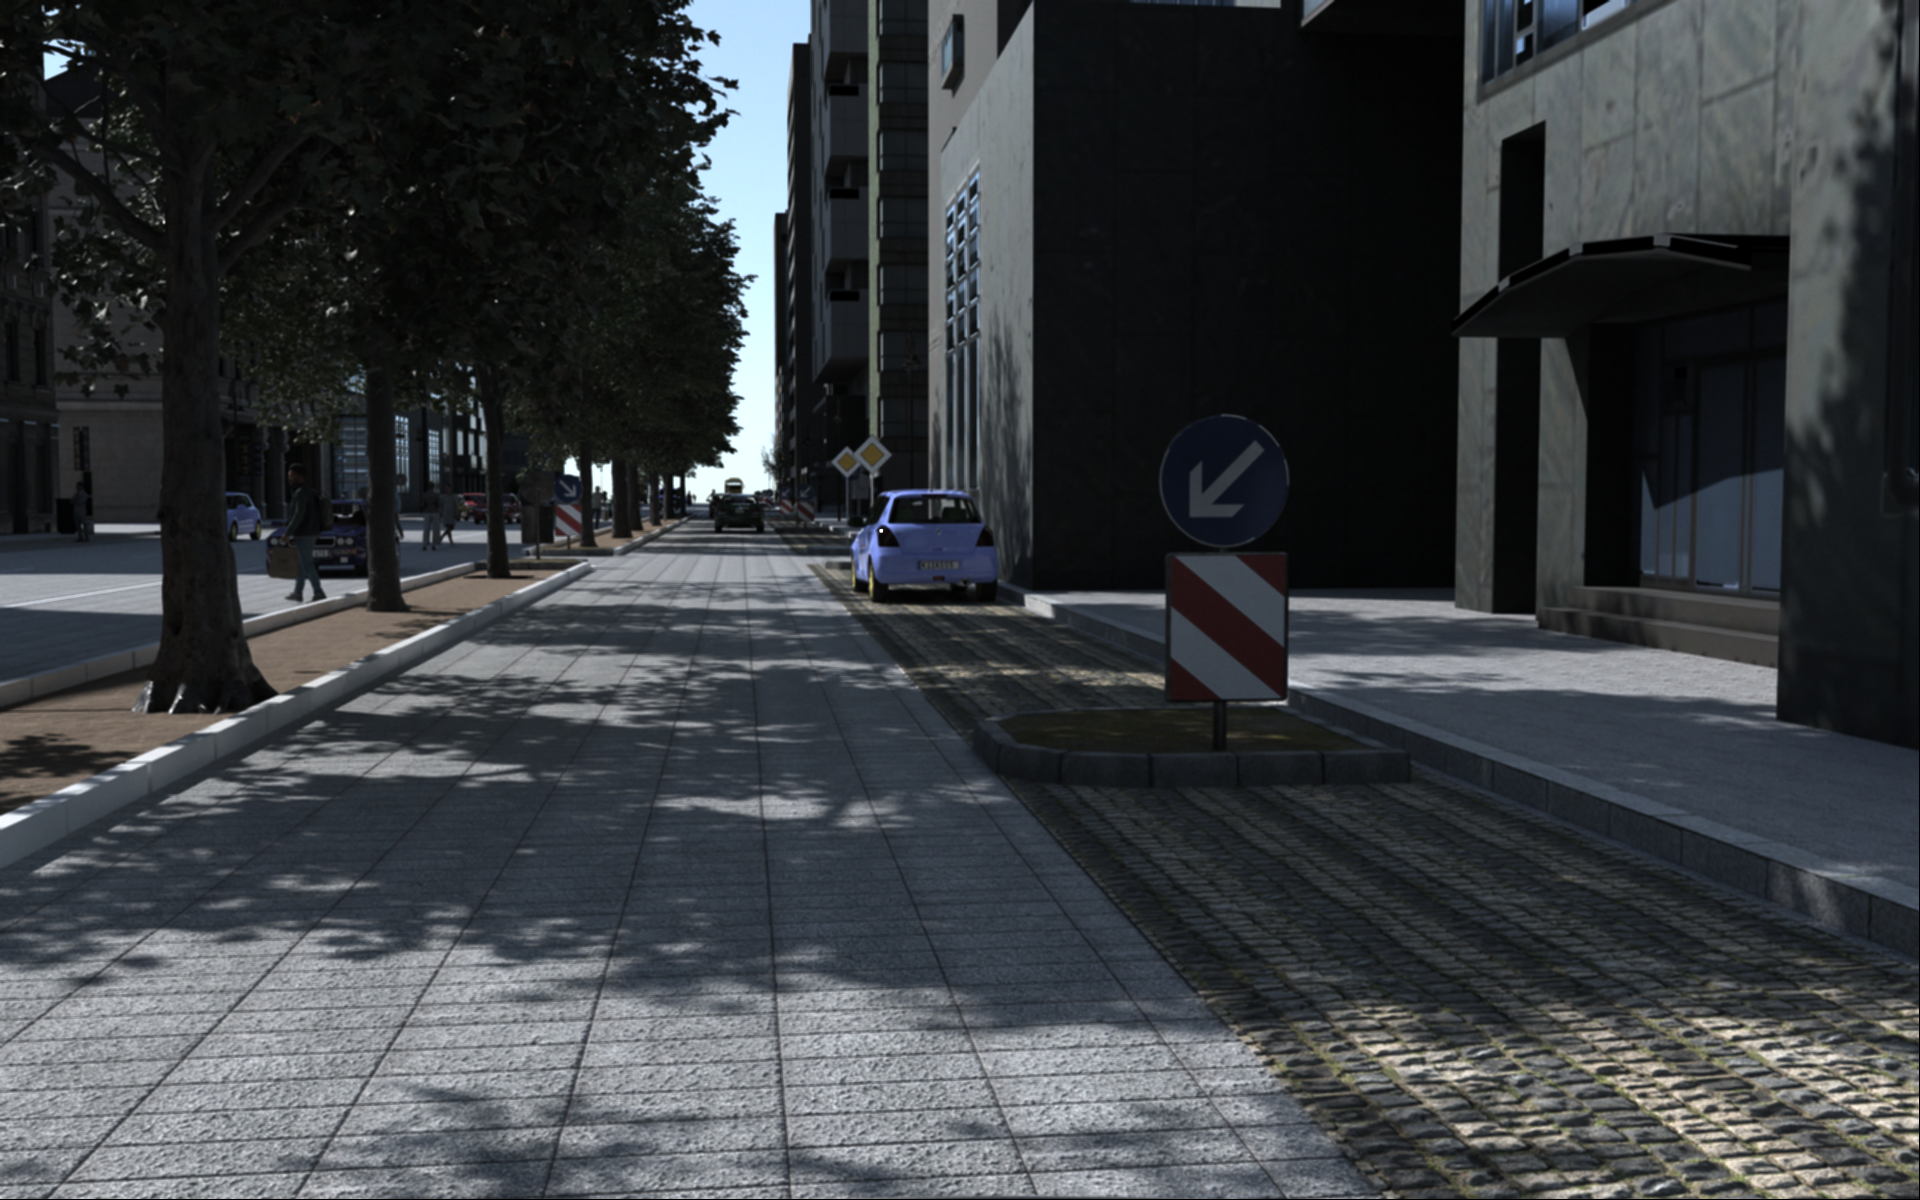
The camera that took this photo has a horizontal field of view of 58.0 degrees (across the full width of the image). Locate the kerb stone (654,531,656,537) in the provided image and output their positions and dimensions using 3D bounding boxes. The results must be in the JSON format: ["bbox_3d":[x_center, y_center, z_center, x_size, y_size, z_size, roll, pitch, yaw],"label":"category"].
[{"bbox_3d":[-10.022,-2.073,56.108,0.120,0.150,1.000,0,4,-7],"label":"kerb stone"}]

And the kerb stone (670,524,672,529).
[{"bbox_3d":[-11.698,-2.882,69.314,0.120,0.150,1.000,0,4,-7],"label":"kerb stone"}]

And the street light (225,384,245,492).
[{"bbox_3d":[-30.495,-6.129,72.989,0.468,5.910,1.993,0,4,-7],"label":"street light"}]

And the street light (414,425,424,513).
[{"bbox_3d":[-35.935,-8.720,115.354,0.468,5.910,1.993,0,4,-7],"label":"street light"}]

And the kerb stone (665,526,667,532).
[{"bbox_3d":[-11.054,-2.572,64.241,0.120,0.150,1.000,0,4,-7],"label":"kerb stone"}]

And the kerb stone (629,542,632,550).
[{"bbox_3d":[-8.464,-1.324,43.887,0.120,0.150,1.000,0,4,-7],"label":"kerb stone"}]

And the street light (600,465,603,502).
[{"bbox_3d":[-55.053,-17.935,266.026,0.468,5.910,1.993,0,4,-7],"label":"street light"}]

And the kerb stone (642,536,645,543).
[{"bbox_3d":[-9.241,-1.699,49.998,0.120,0.150,1.000,0,4,-7],"label":"kerb stone"}]

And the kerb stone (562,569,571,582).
[{"bbox_3d":[-6.469,-0.363,28.123,0.120,0.150,1.000,0,4,-7],"label":"kerb stone"}]

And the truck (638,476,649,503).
[{"bbox_3d":[-49.482,-17.023,267.235,2.839,4.237,11.283,0,4,-7],"label":"truck"}]

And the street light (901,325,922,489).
[{"bbox_3d":[-1.334,-4.573,47.553,0.468,5.910,1.993,0,4,-7],"label":"street light"}]

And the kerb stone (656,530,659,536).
[{"bbox_3d":[-10.282,-2.198,58.136,0.120,0.150,1.000,0,4,-7],"label":"kerb stone"}]

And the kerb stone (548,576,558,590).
[{"bbox_3d":[-6.202,-0.232,26.083,0.120,0.150,1.000,0,4,-7],"label":"kerb stone"}]

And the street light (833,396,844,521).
[{"bbox_3d":[-5.700,-6.653,81.560,0.468,5.910,1.993,0,4,-7],"label":"street light"}]

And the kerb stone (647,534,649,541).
[{"bbox_3d":[-9.502,-1.825,52.039,0.120,0.150,1.000,0,4,-7],"label":"kerb stone"}]

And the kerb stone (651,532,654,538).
[{"bbox_3d":[-9.892,-2.012,55.094,0.120,0.150,1.000,0,4,-7],"label":"kerb stone"}]

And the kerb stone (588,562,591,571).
[{"bbox_3d":[-6.970,-0.611,32.184,0.120,0.150,1.000,0,4,-7],"label":"kerb stone"}]

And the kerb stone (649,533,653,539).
[{"bbox_3d":[-9.762,-1.950,54.081,0.120,0.150,1.000,0,4,-7],"label":"kerb stone"}]

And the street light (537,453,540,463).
[{"bbox_3d":[-44.671,-12.908,183.840,0.468,5.910,1.993,0,4,-7],"label":"street light"}]

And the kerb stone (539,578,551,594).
[{"bbox_3d":[-6.075,-0.176,25.068,0.120,0.150,1.000,0,4,-7],"label":"kerb stone"}]

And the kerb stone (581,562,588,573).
[{"bbox_3d":[-6.850,-0.549,31.166,0.120,0.150,1.000,0,4,-7],"label":"kerb stone"}]

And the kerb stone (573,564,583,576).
[{"bbox_3d":[-6.720,-0.487,30.152,0.120,0.150,1.000,0,4,-7],"label":"kerb stone"}]

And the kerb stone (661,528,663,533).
[{"bbox_3d":[-10.674,-2.385,61.197,0.120,0.150,1.000,0,4,-7],"label":"kerb stone"}]

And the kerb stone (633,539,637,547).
[{"bbox_3d":[-8.717,-1.451,45.924,0.120,0.150,1.000,0,4,-7],"label":"kerb stone"}]

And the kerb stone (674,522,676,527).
[{"bbox_3d":[-12.218,-3.123,73.386,0.120,0.150,1.000,0,4,-7],"label":"kerb stone"}]

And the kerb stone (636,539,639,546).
[{"bbox_3d":[-8.855,-1.513,46.937,0.120,0.150,1.000,0,4,-7],"label":"kerb stone"}]

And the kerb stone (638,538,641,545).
[{"bbox_3d":[-8.987,-1.576,47.959,0.120,0.150,1.000,0,4,-7],"label":"kerb stone"}]

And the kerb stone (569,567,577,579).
[{"bbox_3d":[-6.589,-0.424,29.138,0.120,0.150,1.000,0,4,-7],"label":"kerb stone"}]

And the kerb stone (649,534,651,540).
[{"bbox_3d":[-9.634,-1.887,53.055,0.120,0.150,1.000,0,4,-7],"label":"kerb stone"}]

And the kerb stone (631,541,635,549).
[{"bbox_3d":[-8.593,-1.387,44.903,0.120,0.150,1.000,0,4,-7],"label":"kerb stone"}]

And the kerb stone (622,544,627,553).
[{"bbox_3d":[-8.206,-1.200,41.851,0.120,0.150,1.000,0,4,-7],"label":"kerb stone"}]

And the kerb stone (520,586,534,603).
[{"bbox_3d":[-5.822,-0.052,23.038,0.120,0.150,1.000,0,4,-7],"label":"kerb stone"}]

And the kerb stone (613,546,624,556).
[{"bbox_3d":[-8.084,-1.140,40.836,0.120,0.150,1.000,0,4,-7],"label":"kerb stone"}]

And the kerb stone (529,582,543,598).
[{"bbox_3d":[-5.948,-0.114,24.054,0.120,0.150,1.000,0,4,-7],"label":"kerb stone"}]

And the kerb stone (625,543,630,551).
[{"bbox_3d":[-8.337,-1.261,42.873,0.120,0.150,1.000,0,4,-7],"label":"kerb stone"}]

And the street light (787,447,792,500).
[{"bbox_3d":[-15.490,-11.328,158.002,0.468,5.910,1.993,0,4,-7],"label":"street light"}]

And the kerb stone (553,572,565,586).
[{"bbox_3d":[-6.331,-0.300,27.103,0.120,0.150,1.000,0,4,-7],"label":"kerb stone"}]

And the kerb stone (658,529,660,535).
[{"bbox_3d":[-10.410,-2.255,59.158,0.120,0.150,1.000,0,4,-7],"label":"kerb stone"}]

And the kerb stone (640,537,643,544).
[{"bbox_3d":[-9.117,-1.638,48.978,0.120,0.150,1.000,0,4,-7],"label":"kerb stone"}]

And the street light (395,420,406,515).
[{"bbox_3d":[-34.946,-8.282,108.199,0.468,5.910,1.993,0,4,-7],"label":"street light"}]

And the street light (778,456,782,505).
[{"bbox_3d":[-21.552,-14.264,206.000,0.468,5.910,1.993,0,4,-7],"label":"street light"}]

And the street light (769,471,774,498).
[{"bbox_3d":[-25.892,-16.352,240.142,0.468,5.910,1.993,0,4,-7],"label":"street light"}]

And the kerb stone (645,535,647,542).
[{"bbox_3d":[-9.376,-1.763,51.024,0.120,0.150,1.000,0,4,-7],"label":"kerb stone"}]

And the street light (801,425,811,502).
[{"bbox_3d":[-10.164,-8.732,115.555,0.468,5.910,1.993,0,4,-7],"label":"street light"}]

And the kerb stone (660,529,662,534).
[{"bbox_3d":[-10.535,-2.323,60.179,0.120,0.150,1.000,0,4,-7],"label":"kerb stone"}]

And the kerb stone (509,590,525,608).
[{"bbox_3d":[-5.687,0.011,22.022,0.120,0.150,1.000,0,4,-7],"label":"kerb stone"}]

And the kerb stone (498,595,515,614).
[{"bbox_3d":[-5.553,0.074,21.009,0.120,0.150,1.000,0,4,-7],"label":"kerb stone"}]
